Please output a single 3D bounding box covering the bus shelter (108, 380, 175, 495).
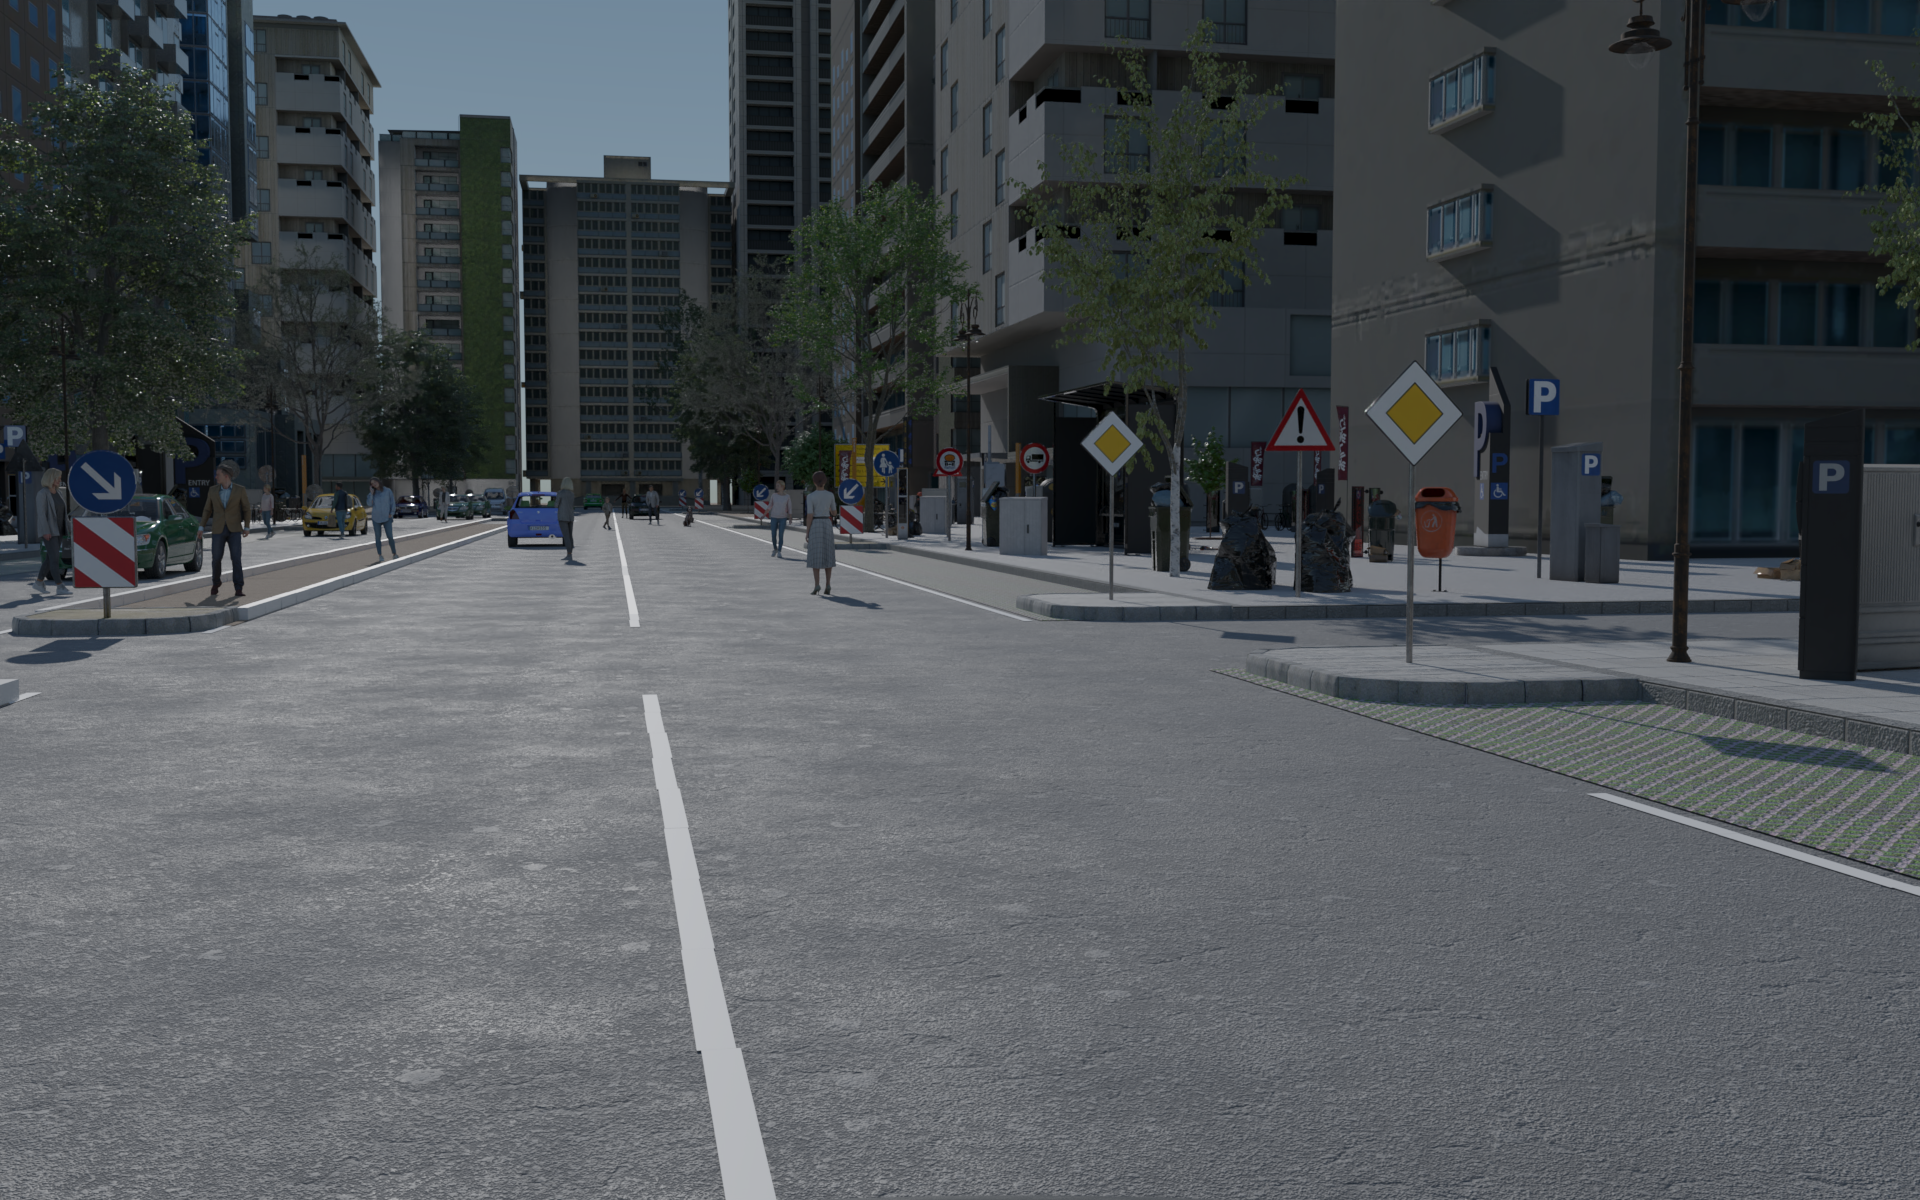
[{"bbox_3d":[-29.196,-5.181,62.335,2.179,5.291,8.768,-1,4,-11],"label":"bus shelter"}]

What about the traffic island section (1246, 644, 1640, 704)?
[{"bbox_3d":[3.434,0.556,13.187,2.009,0.180,2.903,-1,4,-11],"label":"traffic island section"}]

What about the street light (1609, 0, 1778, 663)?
[{"bbox_3d":[5.504,-2.464,13.078,0.468,5.910,1.993,-1,4,-11],"label":"street light"}]

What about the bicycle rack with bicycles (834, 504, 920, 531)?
[{"bbox_3d":[-2.681,-2.903,60.839,2.925,0.926,2.852,1,4,14],"label":"bicycle rack with bicycles"}]

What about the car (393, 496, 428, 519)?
[{"bbox_3d":[-32.670,-5.524,102.897,1.945,1.354,3.894,-1,4,-10],"label":"car"}]

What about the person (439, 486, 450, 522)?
[{"bbox_3d":[-26.363,-4.901,88.501,0.514,1.842,0.818,-2,4,-28],"label":"person"}]

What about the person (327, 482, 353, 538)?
[{"bbox_3d":[-20.313,-2.947,56.670,0.794,1.824,0.713,-3,5,-42],"label":"person"}]

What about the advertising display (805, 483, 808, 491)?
[{"bbox_3d":[-8.305,-5.477,94.755,0.123,1.923,0.974,-1,4,-20],"label":"advertising display"}]

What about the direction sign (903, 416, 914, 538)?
[{"bbox_3d":[-1.524,-3.587,50.643,0.379,3.537,0.876,-1,4,-18],"label":"direction sign"}]

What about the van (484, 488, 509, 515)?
[{"bbox_3d":[-32.105,-6.875,119.425,2.013,2.044,4.112,-1,4,-13],"label":"van"}]

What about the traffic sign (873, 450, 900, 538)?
[{"bbox_3d":[-2.137,-3.082,50.502,0.768,2.556,0.104,0,4,-2],"label":"traffic sign"}]

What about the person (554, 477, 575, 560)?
[{"bbox_3d":[-8.621,-1.771,37.636,0.526,1.800,0.537,3,5,40],"label":"person"}]

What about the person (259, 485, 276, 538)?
[{"bbox_3d":[-22.609,-2.901,56.602,0.731,1.740,0.598,1,4,20],"label":"person"}]

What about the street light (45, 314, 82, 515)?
[{"bbox_3d":[-23.097,-4.401,44.739,0.468,5.910,1.993,-1,4,-11],"label":"street light"}]

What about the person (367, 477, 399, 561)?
[{"bbox_3d":[-12.262,-1.717,36.844,0.793,1.790,0.793,-3,5,-41],"label":"person"}]

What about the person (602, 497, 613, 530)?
[{"bbox_3d":[-14.276,-3.513,70.203,0.640,1.303,0.475,3,4,36],"label":"person"}]

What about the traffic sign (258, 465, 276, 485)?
[{"bbox_3d":[-30.509,-4.660,76.293,0.768,2.556,0.104,0,4,-6],"label":"traffic sign"}]

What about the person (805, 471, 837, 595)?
[{"bbox_3d":[-2.002,-0.958,24.730,0.480,1.755,0.524,-2,4,-28],"label":"person"}]

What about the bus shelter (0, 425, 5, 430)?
[{"bbox_3d":[-22.624,-2.657,37.371,2.014,3.302,5.546,-1,4,-11],"label":"bus shelter"}]

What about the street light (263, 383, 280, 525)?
[{"bbox_3d":[-28.672,-6.083,72.245,0.468,5.910,1.993,-1,4,-11],"label":"street light"}]

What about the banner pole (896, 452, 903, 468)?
[{"bbox_3d":[-2.887,-6.087,89.543,0.863,3.779,0.401,0,4,-6],"label":"banner pole"}]

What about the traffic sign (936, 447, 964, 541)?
[{"bbox_3d":[-0.289,-2.885,47.272,0.768,2.556,0.104,-1,4,-11],"label":"traffic sign"}]

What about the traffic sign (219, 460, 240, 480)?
[{"bbox_3d":[-27.106,-3.922,64.228,0.768,2.556,0.104,-1,4,-10],"label":"traffic sign"}]

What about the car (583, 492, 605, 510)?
[{"bbox_3d":[-33.566,-9.177,158.834,1.959,1.807,4.718,-1,4,-10],"label":"car"}]

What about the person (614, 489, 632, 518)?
[{"bbox_3d":[-19.959,-5.742,102.911,1.217,1.766,0.721,0,4,6],"label":"person"}]

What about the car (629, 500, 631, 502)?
[{"bbox_3d":[-21.189,-6.506,116.152,2.009,1.686,4.222,-1,4,-11],"label":"car"}]

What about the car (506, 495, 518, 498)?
[{"bbox_3d":[-36.320,-7.793,139.780,2.083,1.381,4.827,-1,4,-11],"label":"car"}]

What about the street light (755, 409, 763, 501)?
[{"bbox_3d":[-10.980,-7.452,94.620,0.468,5.910,1.993,-1,4,-11],"label":"street light"}]

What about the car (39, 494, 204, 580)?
[{"bbox_3d":[-14.690,-1.147,30.550,2.131,1.459,4.920,-1,4,-12],"label":"car"}]

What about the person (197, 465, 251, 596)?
[{"bbox_3d":[-10.318,-0.971,24.283,0.656,1.842,0.836,-3,5,-45],"label":"person"}]

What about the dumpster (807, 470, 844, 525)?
[{"bbox_3d":[-5.500,-4.230,71.651,1.502,2.255,1.985,-1,4,-12],"label":"dumpster"}]

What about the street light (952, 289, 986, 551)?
[{"bbox_3d":[0.195,-4.060,39.172,0.468,5.910,1.993,-1,4,-11],"label":"street light"}]

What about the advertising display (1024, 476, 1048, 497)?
[{"bbox_3d":[2.687,-3.439,61.444,0.974,1.923,0.123,3,5,41],"label":"advertising display"}]

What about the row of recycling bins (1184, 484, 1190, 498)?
[{"bbox_3d":[6.332,-2.930,55.023,1.069,1.692,3.534,2,4,29],"label":"row of recycling bins"}]

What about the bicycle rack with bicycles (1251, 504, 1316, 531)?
[{"bbox_3d":[11.692,-2.907,60.911,2.852,0.926,2.925,0,4,-7],"label":"bicycle rack with bicycles"}]

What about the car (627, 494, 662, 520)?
[{"bbox_3d":[-17.987,-5.438,98.690,2.009,1.686,4.222,-1,4,-10],"label":"car"}]

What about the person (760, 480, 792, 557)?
[{"bbox_3d":[-4.188,-1.851,39.428,0.731,1.740,0.598,0,4,-5],"label":"person"}]

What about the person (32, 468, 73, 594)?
[{"bbox_3d":[-12.996,-0.991,24.879,0.728,1.800,0.709,1,4,11],"label":"person"}]

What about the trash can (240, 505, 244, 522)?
[{"bbox_3d":[-33.007,-4.127,79.128,0.748,1.137,0.748,0,3,0],"label":"trash can"}]

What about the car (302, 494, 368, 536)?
[{"bbox_3d":[-21.761,-3.065,60.342,2.015,1.641,3.980,-1,4,-11],"label":"car"}]

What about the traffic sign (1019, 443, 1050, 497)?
[{"bbox_3d":[1.851,-2.625,43.023,0.768,2.556,0.104,0,4,-5],"label":"traffic sign"}]

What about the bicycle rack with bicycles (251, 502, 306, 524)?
[{"bbox_3d":[-30.964,-3.962,78.167,2.925,0.926,2.852,3,4,37],"label":"bicycle rack with bicycles"}]

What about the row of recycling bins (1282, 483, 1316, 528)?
[{"bbox_3d":[14.069,-3.605,66.056,3.534,1.692,1.069,0,4,-6],"label":"row of recycling bins"}]

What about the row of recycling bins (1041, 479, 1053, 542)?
[{"bbox_3d":[3.731,-2.370,45.862,3.534,1.692,1.069,1,4,22],"label":"row of recycling bins"}]

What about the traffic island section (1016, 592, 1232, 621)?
[{"bbox_3d":[1.852,0.077,21.014,2.009,0.180,2.903,-1,4,-11],"label":"traffic island section"}]

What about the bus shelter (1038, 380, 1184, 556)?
[{"bbox_3d":[3.331,-2.922,39.051,1.731,3.624,6.357,-1,4,-11],"label":"bus shelter"}]

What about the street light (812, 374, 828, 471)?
[{"bbox_3d":[-5.424,-5.769,67.110,0.468,5.910,1.993,-1,4,-11],"label":"street light"}]

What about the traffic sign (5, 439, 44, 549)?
[{"bbox_3d":[-22.015,-2.492,40.754,0.884,2.594,0.081,0,4,-3],"label":"traffic sign"}]

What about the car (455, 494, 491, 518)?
[{"bbox_3d":[-29.500,-5.700,104.988,2.131,1.459,4.920,-1,4,-10],"label":"car"}]

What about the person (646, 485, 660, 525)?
[{"bbox_3d":[-14.442,-4.470,81.425,0.661,1.843,0.795,1,4,12],"label":"person"}]

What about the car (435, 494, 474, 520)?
[{"bbox_3d":[-28.411,-5.240,97.476,2.131,1.459,4.920,-1,4,-12],"label":"car"}]

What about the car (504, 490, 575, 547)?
[{"bbox_3d":[-11.740,-2.370,48.335,1.945,1.707,3.694,-1,4,-13],"label":"car"}]
